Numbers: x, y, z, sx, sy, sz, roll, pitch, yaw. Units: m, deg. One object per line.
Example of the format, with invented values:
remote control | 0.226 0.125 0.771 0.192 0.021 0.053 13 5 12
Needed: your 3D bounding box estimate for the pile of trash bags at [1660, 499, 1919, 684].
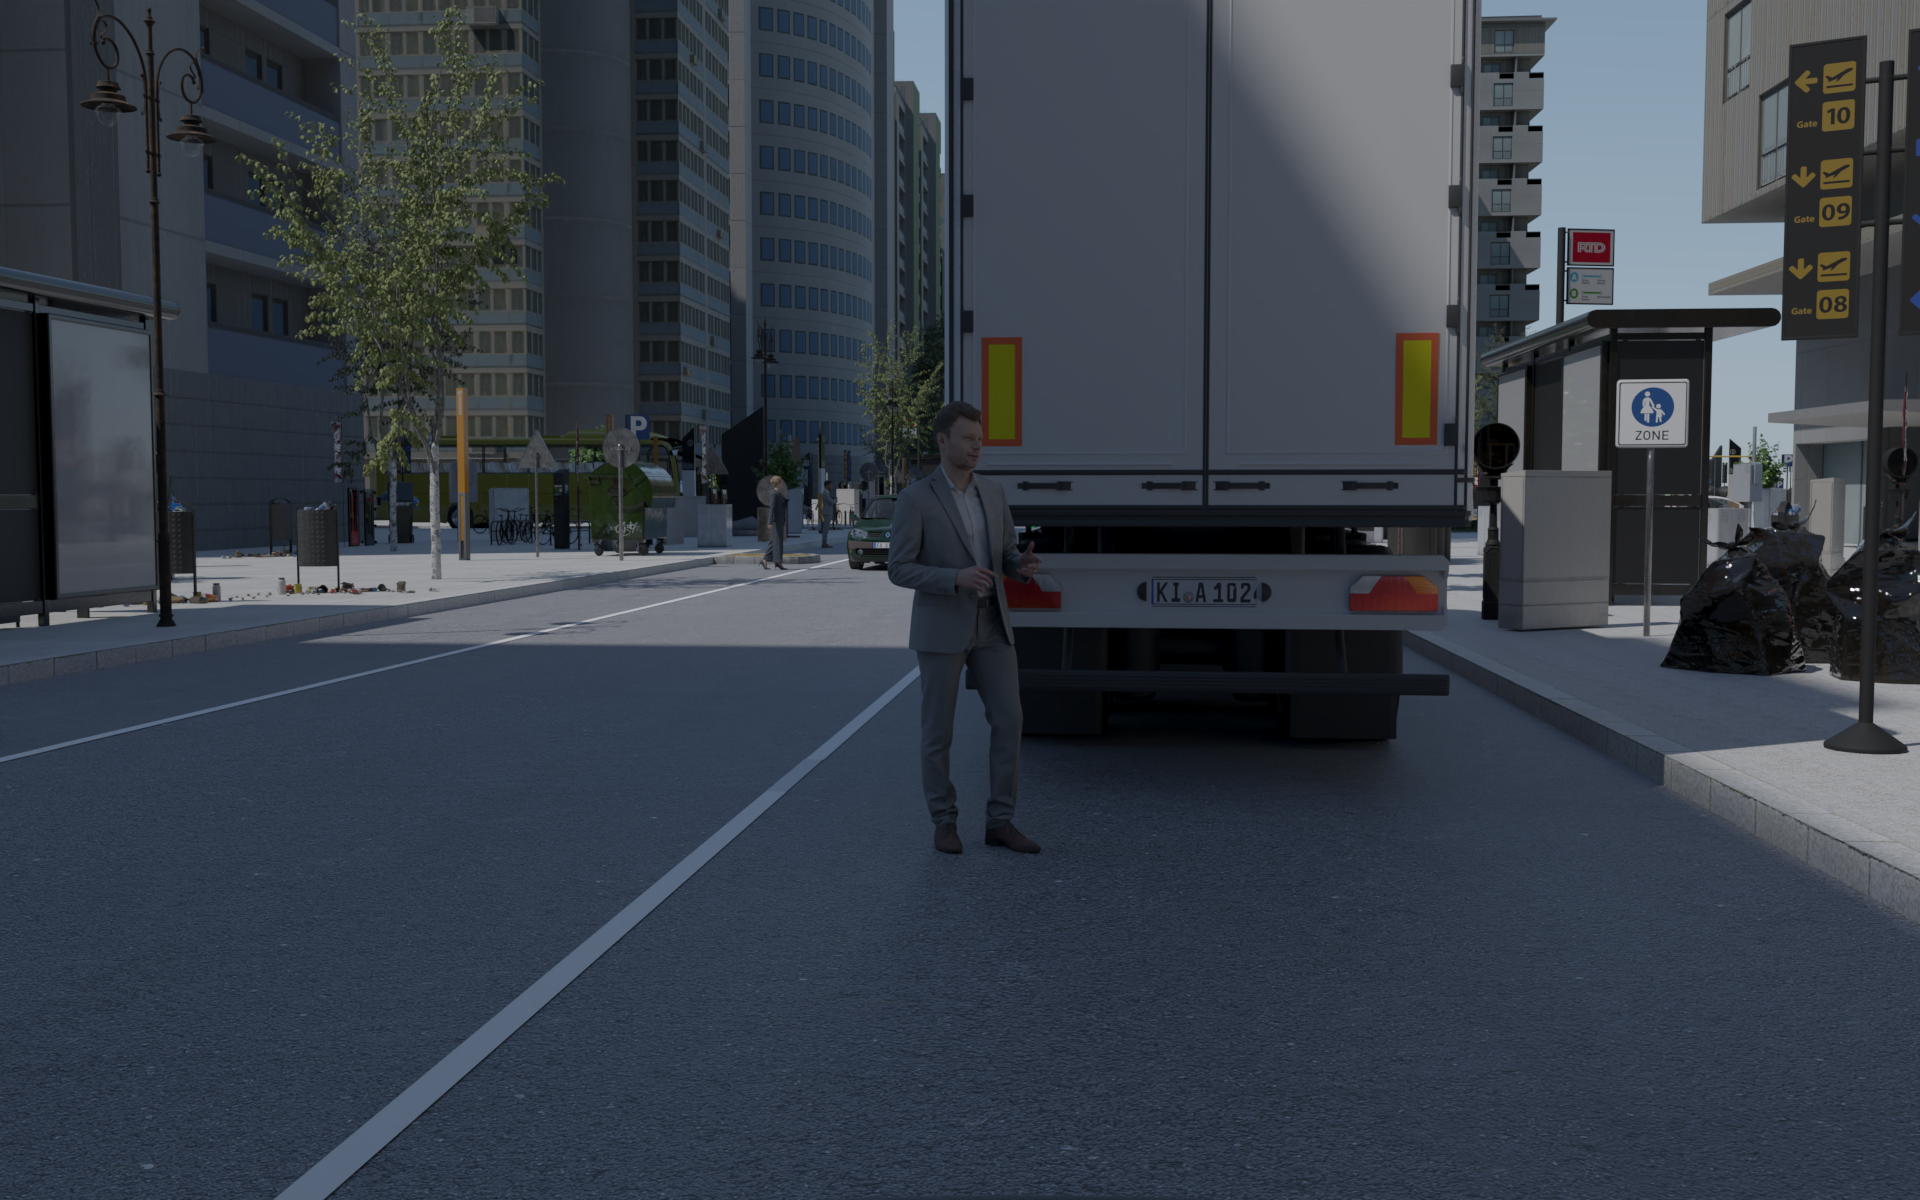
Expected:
pile of trash bags | 6.979 -0.207 13.144 3.447 1.369 1.912 -3 4 -38

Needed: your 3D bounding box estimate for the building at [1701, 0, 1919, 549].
building | 32.342 -27.084 32.057 28.713 52.752 27.495 0 4 5

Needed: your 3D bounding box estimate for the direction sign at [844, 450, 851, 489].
direction sign | -5.828 -5.961 89.451 0.379 3.537 0.876 1 4 18

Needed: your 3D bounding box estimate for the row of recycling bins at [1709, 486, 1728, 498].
row of recycling bins | 37.771 -4.849 86.392 3.534 1.692 1.069 -1 4 -16

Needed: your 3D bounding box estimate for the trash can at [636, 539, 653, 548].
trash can | -7.682 -1.830 41.570 0.748 1.137 0.748 0 3 0

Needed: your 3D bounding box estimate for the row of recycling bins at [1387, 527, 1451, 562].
row of recycling bins | 8.677 -1.553 32.508 1.069 1.692 3.534 1 4 21

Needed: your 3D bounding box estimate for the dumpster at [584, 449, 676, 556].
dumpster | -6.978 -2.087 36.624 1.502 2.255 1.985 0 4 5

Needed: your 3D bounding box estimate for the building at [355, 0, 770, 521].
building | -25.832 -24.547 93.230 32.217 40.220 23.993 0 4 5

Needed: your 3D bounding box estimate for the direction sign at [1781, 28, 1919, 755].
direction sign | 4.549 -1.015 8.599 0.876 3.537 0.379 2 4 33

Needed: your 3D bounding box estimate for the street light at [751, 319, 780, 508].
street light | -5.148 -4.473 45.919 0.468 5.910 1.993 0 4 5

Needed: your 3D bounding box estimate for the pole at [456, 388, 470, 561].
pole | -9.581 -2.420 33.404 0.158 3.312 0.155 0 3 0

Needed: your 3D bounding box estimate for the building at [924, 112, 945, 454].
building | -9.666 -30.427 181.070 14.154 41.232 14.086 0 4 5

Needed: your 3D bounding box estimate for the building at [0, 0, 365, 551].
building | -30.616 -30.611 42.483 28.212 58.520 21.231 0 4 5

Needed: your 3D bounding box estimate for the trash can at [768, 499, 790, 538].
trash can | -5.092 -2.234 48.185 0.748 1.137 0.748 0 3 0

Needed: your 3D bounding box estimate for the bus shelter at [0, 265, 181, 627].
bus shelter | -9.880 -2.250 14.412 2.179 5.291 8.768 0 4 5

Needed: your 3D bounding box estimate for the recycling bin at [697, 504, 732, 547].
recycling bin | -5.939 -1.798 41.946 0.722 1.027 0.722 0 4 4

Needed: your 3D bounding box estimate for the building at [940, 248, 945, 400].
building | -9.186 -25.934 195.718 14.160 30.474 14.107 0 4 5

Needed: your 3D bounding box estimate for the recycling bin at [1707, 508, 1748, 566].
recycling bin | 13.536 -1.125 30.945 0.722 1.027 0.722 -1 4 -18

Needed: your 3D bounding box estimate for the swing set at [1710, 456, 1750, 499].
swing set | 31.026 -4.476 70.796 3.119 2.851 2.862 -1 4 -12

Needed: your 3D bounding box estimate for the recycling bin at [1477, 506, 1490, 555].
recycling bin | 11.321 -1.449 36.253 0.722 1.027 0.722 -1 4 -9

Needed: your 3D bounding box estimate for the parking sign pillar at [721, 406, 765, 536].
parking sign pillar | -6.644 -3.957 53.165 1.447 3.967 1.447 0 4 0

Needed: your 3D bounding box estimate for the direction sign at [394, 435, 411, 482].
direction sign | -20.497 -4.385 63.699 0.379 3.537 0.876 2 4 25

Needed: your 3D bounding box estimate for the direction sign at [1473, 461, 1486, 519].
direction sign | 23.856 -5.365 79.709 0.379 3.537 0.876 -2 4 -27

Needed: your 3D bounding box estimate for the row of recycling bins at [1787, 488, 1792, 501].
row of recycling bins | 50.071 -5.775 101.535 3.534 1.692 1.069 -1 4 -17

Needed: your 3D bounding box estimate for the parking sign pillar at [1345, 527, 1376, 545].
parking sign pillar | 8.591 -3.072 38.706 1.447 3.967 1.447 0 4 1

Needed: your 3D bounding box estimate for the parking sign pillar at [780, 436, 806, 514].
parking sign pillar | -8.043 -5.606 80.123 1.447 3.967 1.447 0 4 -2

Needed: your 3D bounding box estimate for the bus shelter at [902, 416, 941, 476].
bus shelter | -1.639 -6.996 92.009 2.179 5.291 8.768 0 4 6

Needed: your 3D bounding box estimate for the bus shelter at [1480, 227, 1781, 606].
bus shelter | 8.585 -2.827 23.857 2.179 5.291 8.768 0 4 5

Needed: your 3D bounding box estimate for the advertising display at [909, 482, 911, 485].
advertising display | -1.860 -4.504 78.853 0.974 1.923 0.123 1 4 18

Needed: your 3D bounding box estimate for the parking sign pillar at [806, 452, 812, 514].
parking sign pillar | -10.088 -7.547 111.862 1.447 3.967 1.447 3 4 39

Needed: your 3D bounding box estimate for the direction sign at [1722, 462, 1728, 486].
direction sign | 54.786 -8.081 124.124 0.876 3.537 0.379 -3 5 -45

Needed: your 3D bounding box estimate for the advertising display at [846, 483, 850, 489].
advertising display | -6.507 -5.843 100.742 0.123 1.923 0.974 0 4 3

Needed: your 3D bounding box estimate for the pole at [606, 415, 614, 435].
pole | -9.010 -3.110 44.688 0.158 3.312 0.155 0 3 0

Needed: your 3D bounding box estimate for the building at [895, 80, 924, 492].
building | -11.630 -29.574 167.133 14.154 41.232 14.086 0 4 5

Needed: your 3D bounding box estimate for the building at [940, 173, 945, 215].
building | -5.786 -39.188 264.432 21.300 48.544 21.600 0 4 5

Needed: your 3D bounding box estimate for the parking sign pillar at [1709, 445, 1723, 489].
parking sign pillar | 41.509 -6.544 95.462 1.447 3.967 1.447 -3 5 -44

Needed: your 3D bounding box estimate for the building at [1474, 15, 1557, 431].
building | 47.761 -36.806 191.016 28.713 52.752 27.495 0 4 5

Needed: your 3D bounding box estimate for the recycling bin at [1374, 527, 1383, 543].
recycling bin | 10.747 -2.022 45.622 0.722 1.027 0.722 0 4 7

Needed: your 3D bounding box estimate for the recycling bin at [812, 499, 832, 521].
recycling bin | -6.617 -4.303 82.915 0.722 1.027 0.722 -2 4 -33

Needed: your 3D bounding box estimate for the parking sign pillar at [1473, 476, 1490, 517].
parking sign pillar | 28.745 -6.569 95.882 1.447 3.967 1.447 0 4 -1

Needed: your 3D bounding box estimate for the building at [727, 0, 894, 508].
building | -17.072 -35.721 126.034 21.231 58.520 28.212 0 4 5

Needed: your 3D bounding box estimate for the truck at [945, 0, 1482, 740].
truck | 1.775 -1.503 13.486 2.839 4.237 11.283 0 4 7
